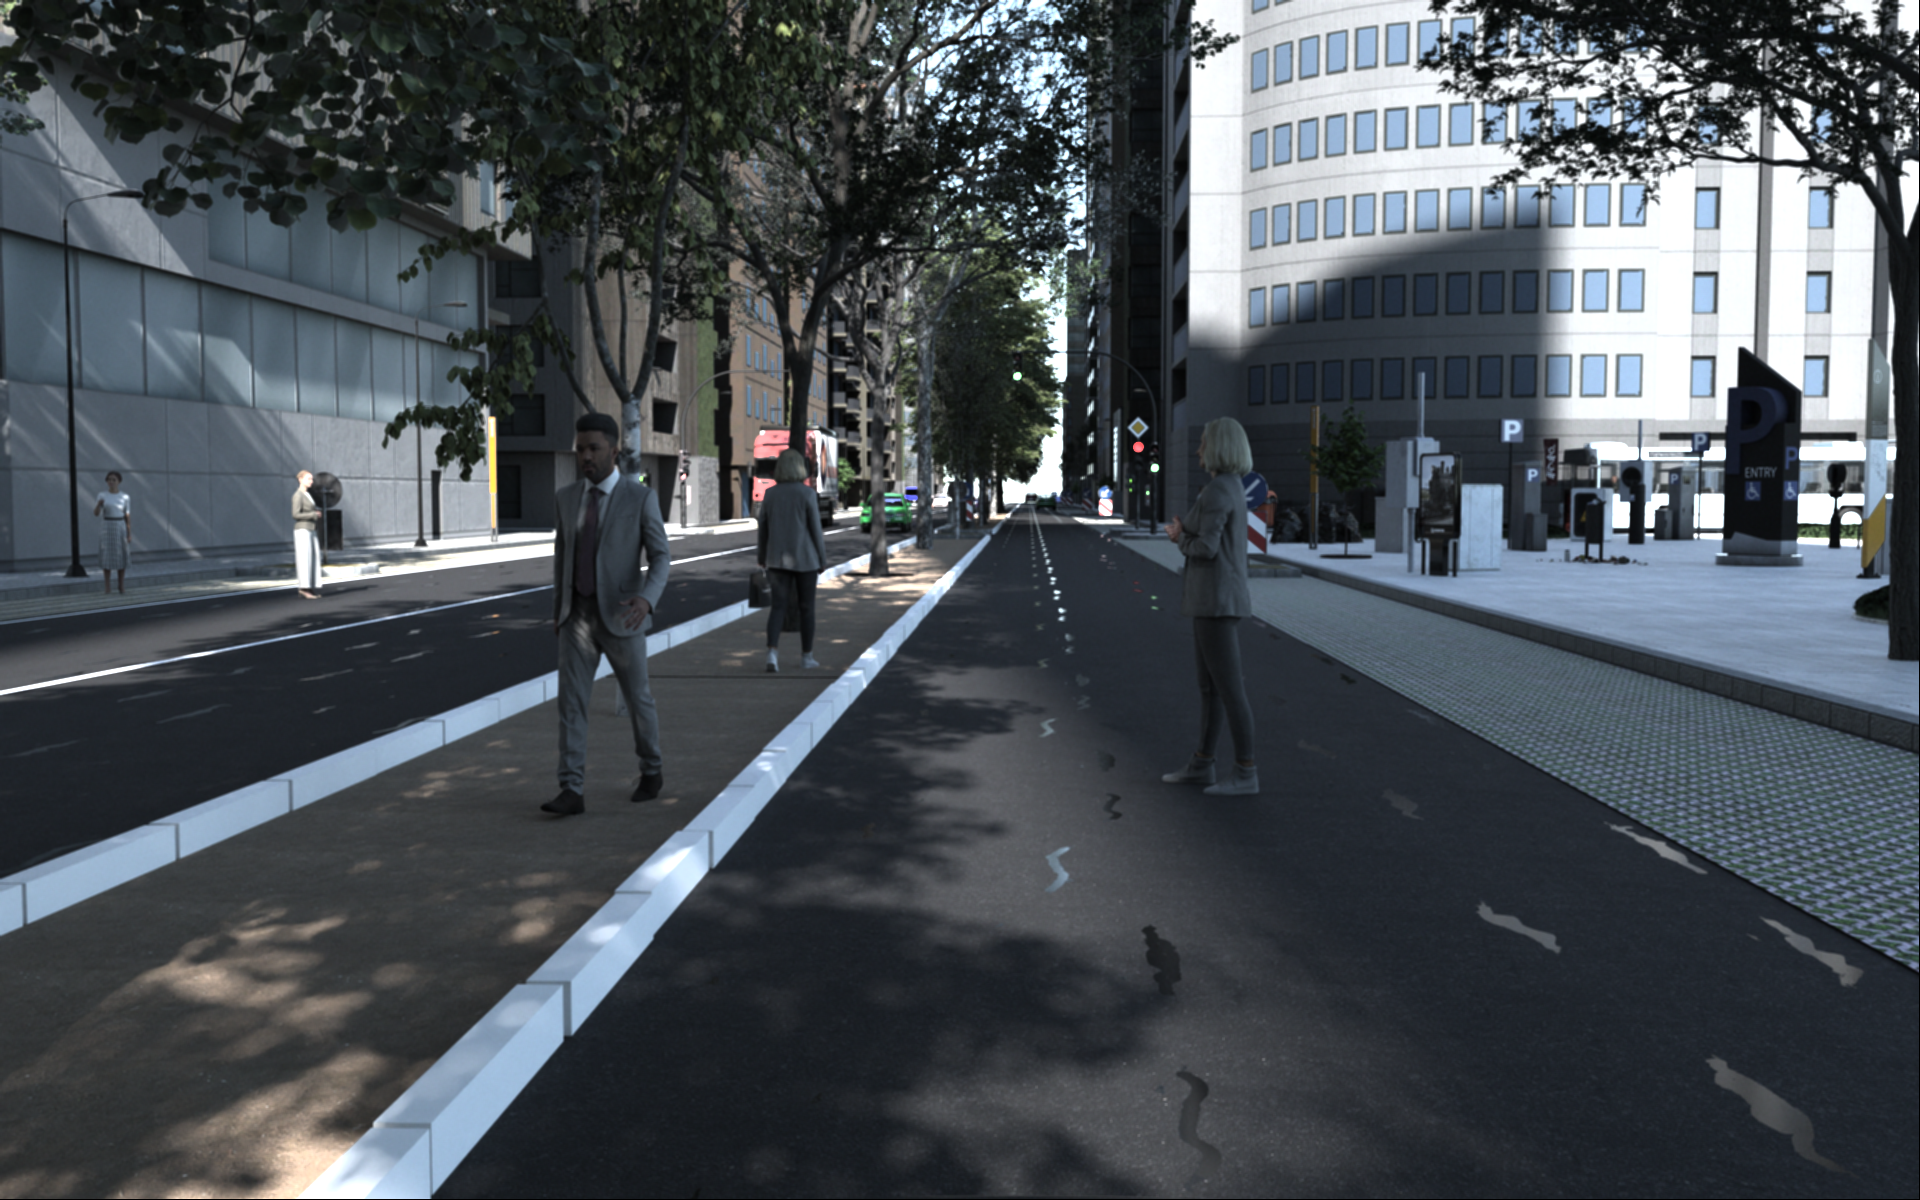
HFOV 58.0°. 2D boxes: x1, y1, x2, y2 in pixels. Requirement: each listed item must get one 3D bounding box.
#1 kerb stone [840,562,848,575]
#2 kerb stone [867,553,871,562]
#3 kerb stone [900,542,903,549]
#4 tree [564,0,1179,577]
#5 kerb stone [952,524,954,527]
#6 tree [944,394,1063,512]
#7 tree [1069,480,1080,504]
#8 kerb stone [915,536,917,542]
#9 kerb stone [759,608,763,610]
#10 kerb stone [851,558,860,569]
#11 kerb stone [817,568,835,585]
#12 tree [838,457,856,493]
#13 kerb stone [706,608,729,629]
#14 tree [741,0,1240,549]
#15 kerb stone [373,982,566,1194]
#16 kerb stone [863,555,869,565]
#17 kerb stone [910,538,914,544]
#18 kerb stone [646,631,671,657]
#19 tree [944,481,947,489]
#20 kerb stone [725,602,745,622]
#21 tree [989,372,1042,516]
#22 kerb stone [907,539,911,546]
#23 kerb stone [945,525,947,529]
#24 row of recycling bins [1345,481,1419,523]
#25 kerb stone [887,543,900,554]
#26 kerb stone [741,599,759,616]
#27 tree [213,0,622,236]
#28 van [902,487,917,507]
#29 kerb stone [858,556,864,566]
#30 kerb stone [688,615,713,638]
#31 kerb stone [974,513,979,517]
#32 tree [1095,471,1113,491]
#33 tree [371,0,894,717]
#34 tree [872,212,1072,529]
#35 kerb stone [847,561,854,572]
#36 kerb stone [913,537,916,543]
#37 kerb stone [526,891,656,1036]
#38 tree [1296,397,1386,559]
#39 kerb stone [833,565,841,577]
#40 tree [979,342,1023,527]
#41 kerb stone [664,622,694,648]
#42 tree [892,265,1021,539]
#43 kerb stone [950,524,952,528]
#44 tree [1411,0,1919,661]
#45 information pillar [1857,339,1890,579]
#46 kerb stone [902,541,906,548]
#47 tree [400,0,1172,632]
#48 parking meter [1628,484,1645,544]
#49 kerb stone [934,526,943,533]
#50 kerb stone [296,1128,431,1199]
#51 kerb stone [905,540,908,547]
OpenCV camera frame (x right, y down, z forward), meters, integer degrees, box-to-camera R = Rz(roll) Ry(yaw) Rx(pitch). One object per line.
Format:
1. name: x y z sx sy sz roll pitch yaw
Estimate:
1. kerb stone: -2.147 -0.528 30.823 0.120 0.150 1.000 0 4 2
2. kerb stone: -1.951 -0.835 35.932 0.120 0.150 1.000 0 4 2
3. kerb stone: -1.612 -1.341 44.125 0.120 0.150 1.000 0 4 2
4. tree: -1.441 -7.161 29.912 12.009 13.543 11.850 0 3 0
5. kerb stone: -0.457 -3.128 73.343 0.120 0.150 1.000 0 4 2
6. tree: 3.156 -13.119 133.964 9.611 12.733 9.660 0 3 0
7. tree: 15.400 -14.442 230.721 1.663 3.219 1.824 0 3 0
8. kerb stone: -1.373 -1.717 50.277 0.120 0.150 1.000 0 4 2
9. kerb stone: -2.512 0.040 21.606 0.120 0.150 1.000 0 4 2
10. kerb stone: -2.064 -0.653 32.866 0.120 0.150 1.000 0 4 2
11. kerb stone: -2.231 -0.399 28.778 0.120 0.150 1.000 0 4 2
12. tree: -10.253 -9.293 135.662 4.285 4.588 4.351 0 3 0
13. kerb stone: -2.640 0.224 18.530 0.120 0.150 1.000 0 4 2
14. tree: 0.269 -11.304 43.159 12.611 20.169 13.585 0 3 0
15. kerb stone: -1.118 1.111 4.035 0.120 0.150 1.000 0 4 2
16. kerb stone: -1.984 -0.773 34.909 0.120 0.150 1.000 0 4 2
17. kerb stone: -1.452 -1.592 48.232 0.120 0.150 1.000 0 4 2
18. kerb stone: -2.768 0.415 15.459 0.120 0.150 1.000 0 4 2
19. tree: -3.949 -19.244 298.357 4.285 4.588 4.351 0 3 0
20. kerb stone: -2.603 0.161 19.560 0.120 0.150 1.000 0 4 2
21. tree: 2.037 -11.378 114.237 9.928 11.665 9.643 0 3 0
22. kerb stone: -1.494 -1.528 47.203 0.120 0.150 1.000 0 4 2
23. kerb stone: -0.701 -2.753 67.213 0.120 0.150 1.000 0 4 2
24. row of recycling bins: 13.340 -2.851 53.720 1.069 1.692 3.534 -2 4 -34
25. kerb stone: -1.658 -1.278 43.096 0.120 0.150 1.000 0 4 2
26. kerb stone: -2.552 0.099 20.584 0.120 0.150 1.000 0 4 2
27. tree: -2.549 -5.747 3.077 9.857 13.997 8.962 0 3 0
28. van: -3.872 -9.014 151.759 2.240 2.365 5.245 0 4 1
29. kerb stone: -2.027 -0.715 33.888 0.120 0.150 1.000 0 4 2
30. kerb stone: -2.677 0.287 17.507 0.120 0.150 1.000 0 4 2
31. kerb stone: 1.172 -5.631 114.328 0.120 0.150 1.000 0 4 2
32. tree: 11.769 -8.901 140.140 1.663 3.219 1.824 0 3 0
33. tree: -2.163 -3.566 11.119 4.737 8.622 4.395 0 3 0
34. tree: 0.485 -8.996 67.669 7.486 12.596 7.792 0 3 0
35. kerb stone: -2.104 -0.585 31.845 0.120 0.150 1.000 0 4 2
36. kerb stone: -1.413 -1.655 49.255 0.120 0.150 1.000 0 4 2
37. kerb stone: -1.067 1.050 5.075 0.120 0.150 1.000 0 4 2
38. tree: 7.860 -2.450 34.656 1.663 3.219 1.824 0 3 0
39. kerb stone: -2.197 -0.461 29.800 0.120 0.150 1.000 0 4 2
40. tree: 0.864 -7.410 73.979 4.737 8.622 4.395 0 3 0
41. kerb stone: -2.718 0.349 16.486 0.120 0.150 1.000 0 4 2
42. tree: -0.086 -6.202 54.229 4.360 8.622 3.978 0 3 0
43. kerb stone: -0.534 -3.003 71.300 0.120 0.150 1.000 0 4 2
44. tree: 7.009 -4.815 13.139 7.601 10.594 8.767 0 4 -1
45. information pillar: 13.918 -2.139 26.330 0.504 3.616 0.183 -2 4 -32
46. kerb stone: -1.566 -1.404 45.146 0.120 0.150 1.000 0 4 2
47. tree: -1.781 -4.920 17.307 8.767 10.594 7.601 0 4 2
48. parking meter: 17.355 -2.201 44.403 0.372 1.533 0.369 0 3 0
49. kerb stone: -0.817 -2.565 64.141 0.120 0.150 1.000 0 4 2
50. kerb stone: -1.154 1.175 3.014 0.120 0.150 1.000 0 4 2
51. kerb stone: -1.538 -1.462 46.175 0.120 0.150 1.000 0 4 2
